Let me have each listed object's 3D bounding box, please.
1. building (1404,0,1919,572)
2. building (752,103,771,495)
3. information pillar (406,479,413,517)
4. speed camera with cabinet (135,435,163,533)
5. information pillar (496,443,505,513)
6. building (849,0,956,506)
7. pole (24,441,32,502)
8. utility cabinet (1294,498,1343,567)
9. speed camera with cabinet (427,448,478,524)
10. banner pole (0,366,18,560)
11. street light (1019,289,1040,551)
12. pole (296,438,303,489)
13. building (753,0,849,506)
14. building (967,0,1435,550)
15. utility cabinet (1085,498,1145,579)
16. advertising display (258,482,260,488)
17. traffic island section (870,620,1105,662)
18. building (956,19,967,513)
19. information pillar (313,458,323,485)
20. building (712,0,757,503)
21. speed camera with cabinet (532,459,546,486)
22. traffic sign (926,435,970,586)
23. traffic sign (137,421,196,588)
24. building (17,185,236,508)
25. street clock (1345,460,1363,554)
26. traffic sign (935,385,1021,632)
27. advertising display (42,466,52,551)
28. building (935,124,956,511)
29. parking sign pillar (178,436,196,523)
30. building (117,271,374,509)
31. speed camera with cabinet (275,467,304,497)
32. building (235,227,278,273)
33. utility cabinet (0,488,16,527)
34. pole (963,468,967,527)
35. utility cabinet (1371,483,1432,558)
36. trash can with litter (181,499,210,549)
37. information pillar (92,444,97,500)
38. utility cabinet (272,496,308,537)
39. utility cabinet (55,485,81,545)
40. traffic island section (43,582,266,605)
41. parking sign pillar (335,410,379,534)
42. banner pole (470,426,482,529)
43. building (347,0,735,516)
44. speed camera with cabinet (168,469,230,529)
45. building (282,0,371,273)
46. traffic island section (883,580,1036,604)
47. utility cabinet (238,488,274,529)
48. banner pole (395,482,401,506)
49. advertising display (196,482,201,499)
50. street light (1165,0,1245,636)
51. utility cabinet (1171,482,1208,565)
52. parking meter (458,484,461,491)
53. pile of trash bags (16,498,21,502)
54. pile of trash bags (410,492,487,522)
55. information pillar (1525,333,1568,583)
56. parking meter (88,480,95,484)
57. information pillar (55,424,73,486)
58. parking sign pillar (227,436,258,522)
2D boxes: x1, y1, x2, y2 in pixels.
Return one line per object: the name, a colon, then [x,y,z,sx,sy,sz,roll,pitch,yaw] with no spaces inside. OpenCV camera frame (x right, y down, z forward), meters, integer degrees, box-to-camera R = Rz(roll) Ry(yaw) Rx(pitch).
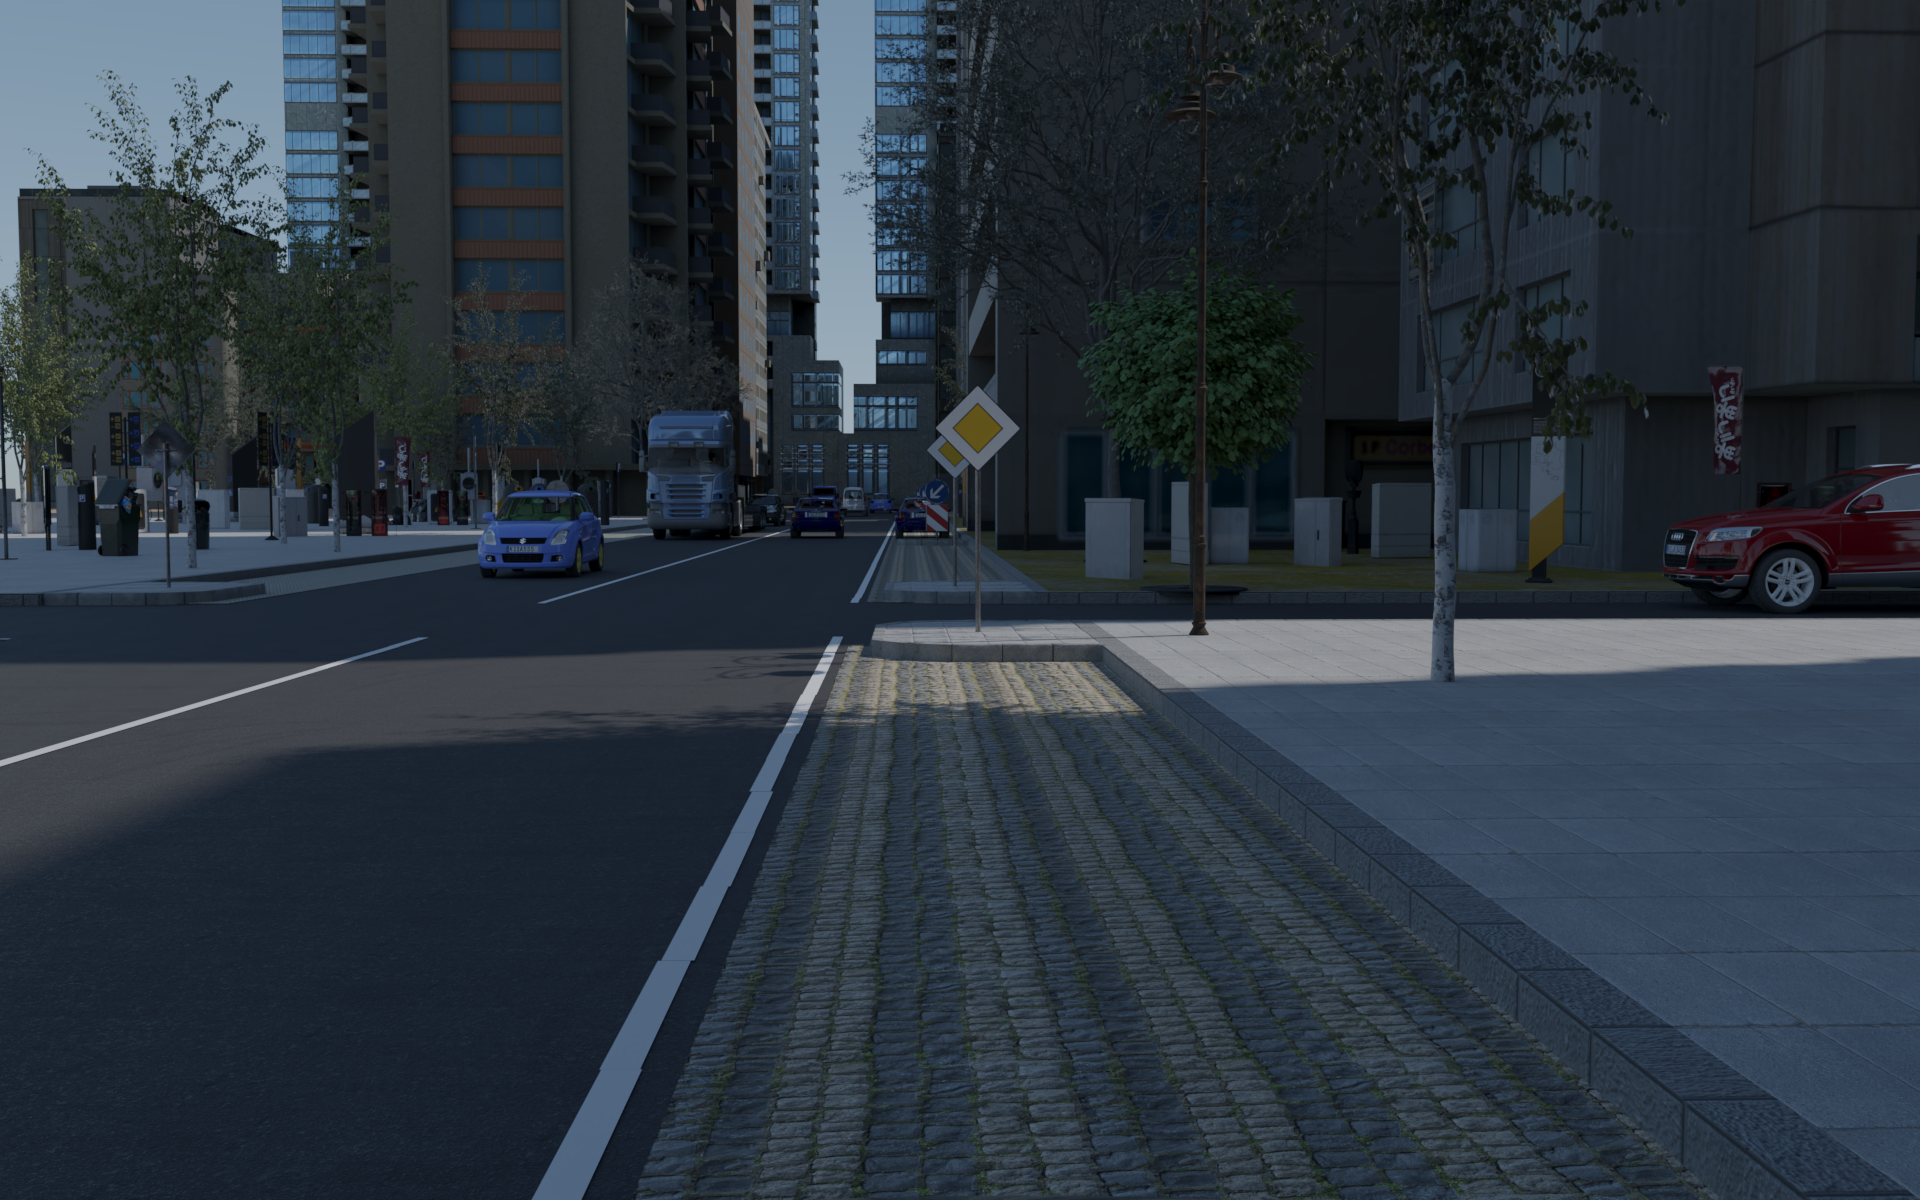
building: [16.755,-21.221,30.562,14.086,41.232,14.154,0,4,-2]
building: [-29.751,-28.488,157.656,23.993,40.220,32.217,0,4,-2]
information pillar: [-26.030,-4.722,81.700,0.304,2.012,0.304,2,4,34]
speed camera with cabinet: [-27.065,-3.840,57.113,0.660,3.252,2.038,0,4,2]
information pillar: [-20.818,-5.326,78.435,0.183,3.616,0.504,2,4,23]
building: [2.331,-53.789,192.125,31.000,86.520,22.319,0,4,-2]
pole: [-36.023,-4.474,66.997,0.158,3.312,0.155,0,3,0]
utility cabinet: [6.421,-1.221,31.121,0.306,1.237,1.020,-2,4,-27]
speed camera with cabinet: [-21.540,-4.843,73.512,2.038,3.252,0.660,-1,4,-12]
banner pole: [-18.941,-2.683,33.890,0.863,3.779,0.401,0,4,4]
street light: [1.502,-4.046,38.932,0.468,5.910,1.993,0,4,-2]
pole: [-24.015,-4.230,63.010,0.158,3.312,0.155,0,3,0]
building: [-28.653,-53.730,191.152,31.000,86.520,22.319,0,4,-2]
building: [11.186,-26.004,48.872,21.300,48.544,21.600,0,4,-2]
utility cabinet: [2.362,-0.936,26.463,0.306,1.237,1.020,-3,4,-38]
advertising display: [-37.826,-5.381,93.187,0.123,1.923,0.974,0,4,-7]
traffic island section: [0.186,0.377,16.114,2.009,0.180,2.903,0,4,-2]
building: [10.249,-35.111,116.068,21.231,58.520,28.212,0,4,-2]
information pillar: [-34.136,-6.171,92.244,0.504,3.616,0.183,-1,4,-22]
building: [-23.427,-29.608,134.203,14.600,45.320,14.200,0,4,-2]
speed camera with cabinet: [-23.221,-6.367,98.441,2.038,3.252,0.660,0,4,1]
traffic sign: [-0.072,-1.246,24.018,0.795,2.450,0.064,0,4,-2]
traffic sign: [-10.862,-1.228,23.723,0.795,2.450,0.064,0,4,-2]
building: [-79.467,-24.118,166.035,14.107,30.474,14.160,0,4,-2]
street clock: [8.410,-1.984,37.002,0.358,2.002,0.471,2,4,35]
traffic sign: [0.163,-0.758,16.036,0.795,2.450,0.064,0,4,-2]
advertising display: [-20.813,-2.096,39.485,0.123,1.923,0.974,-2,4,-30]
building: [5.234,-22.418,138.237,14.160,30.474,14.107,0,4,-2]
parking sign pillar: [-34.791,-5.441,77.432,1.447,3.967,1.447,1,4,16]
building: [-56.776,-19.259,159.931,28.899,21.520,27.650,0,4,-2]
speed camera with cabinet: [-23.758,-4.103,61.423,0.660,3.252,2.038,-2,4,-32]
building: [-82.812,-25.403,187.033,14.107,30.474,14.160,0,4,-2]
utility cabinet: [-37.301,-3.579,67.203,0.318,1.500,1.173,3,4,37]
pole: [0.208,-4.549,68.224,0.158,3.312,0.155,0,3,0]
utility cabinet: [8.822,-1.588,34.647,1.173,1.500,0.318,-1,4,-17]
trash can with litter: [-17.775,-1.767,40.283,0.624,1.170,1.055,-2,4,-26]
information pillar: [-40.540,-5.492,81.149,0.183,3.616,0.504,-1,4,-15]
utility cabinet: [-20.180,-2.510,52.198,0.306,1.237,1.020,2,4,32]
utility cabinet: [-22.129,-2.104,43.074,0.318,1.500,1.173,-1,4,-9]
traffic island section: [-10.885,-0.092,23.784,2.009,0.180,2.903,0,4,-2]
parking sign pillar: [-19.433,-4.118,55.799,1.447,3.967,1.447,0,4,0]
banner pole: [-17.699,-4.481,63.276,0.401,3.779,0.863,-1,4,-20]
building: [-26.550,-27.990,112.256,22.147,44.769,28.867,0,4,-2]
speed camera with cabinet: [-28.209,-4.270,64.149,2.038,3.252,0.660,-1,4,-9]
building: [-60.397,-53.682,190.373,31.000,86.520,22.319,0,4,-2]
traffic island section: [-0.048,-0.111,24.096,2.009,0.180,2.903,0,4,-2]
utility cabinet: [-25.319,-3.283,62.352,1.173,1.500,0.318,-2,4,-31]
banner pole: [-25.147,-5.349,77.474,0.401,3.779,0.863,-2,4,-32]
advertising display: [-39.998,-5.235,90.808,0.123,1.923,0.974,-3,5,-43]
street light: [2.175,-2.618,15.589,0.468,5.910,1.993,0,4,-2]
utility cabinet: [4.179,-1.394,31.477,0.318,1.500,1.173,-1,4,-11]
parking meter: [-26.541,-5.300,92.374,0.399,1.863,0.255,-1,4,-8]
pile of trash bags: [-53.167,-5.260,95.749,3.447,1.369,1.912,-3,4,-36]
pile of trash bags: [-23.777,-4.330,80.543,3.447,1.369,1.912,-2,4,-25]
information pillar: [8.435,-2.050,24.875,0.504,3.616,0.183,2,4,35]
parking meter: [-36.553,-4.110,72.908,0.255,1.863,0.399,-2,4,-27]
information pillar: [-29.944,-4.074,57.960,0.504,3.616,0.183,-3,4,-37]
parking sign pillar: [-33.361,-5.631,80.545,1.447,3.967,1.447,2,4,34]
